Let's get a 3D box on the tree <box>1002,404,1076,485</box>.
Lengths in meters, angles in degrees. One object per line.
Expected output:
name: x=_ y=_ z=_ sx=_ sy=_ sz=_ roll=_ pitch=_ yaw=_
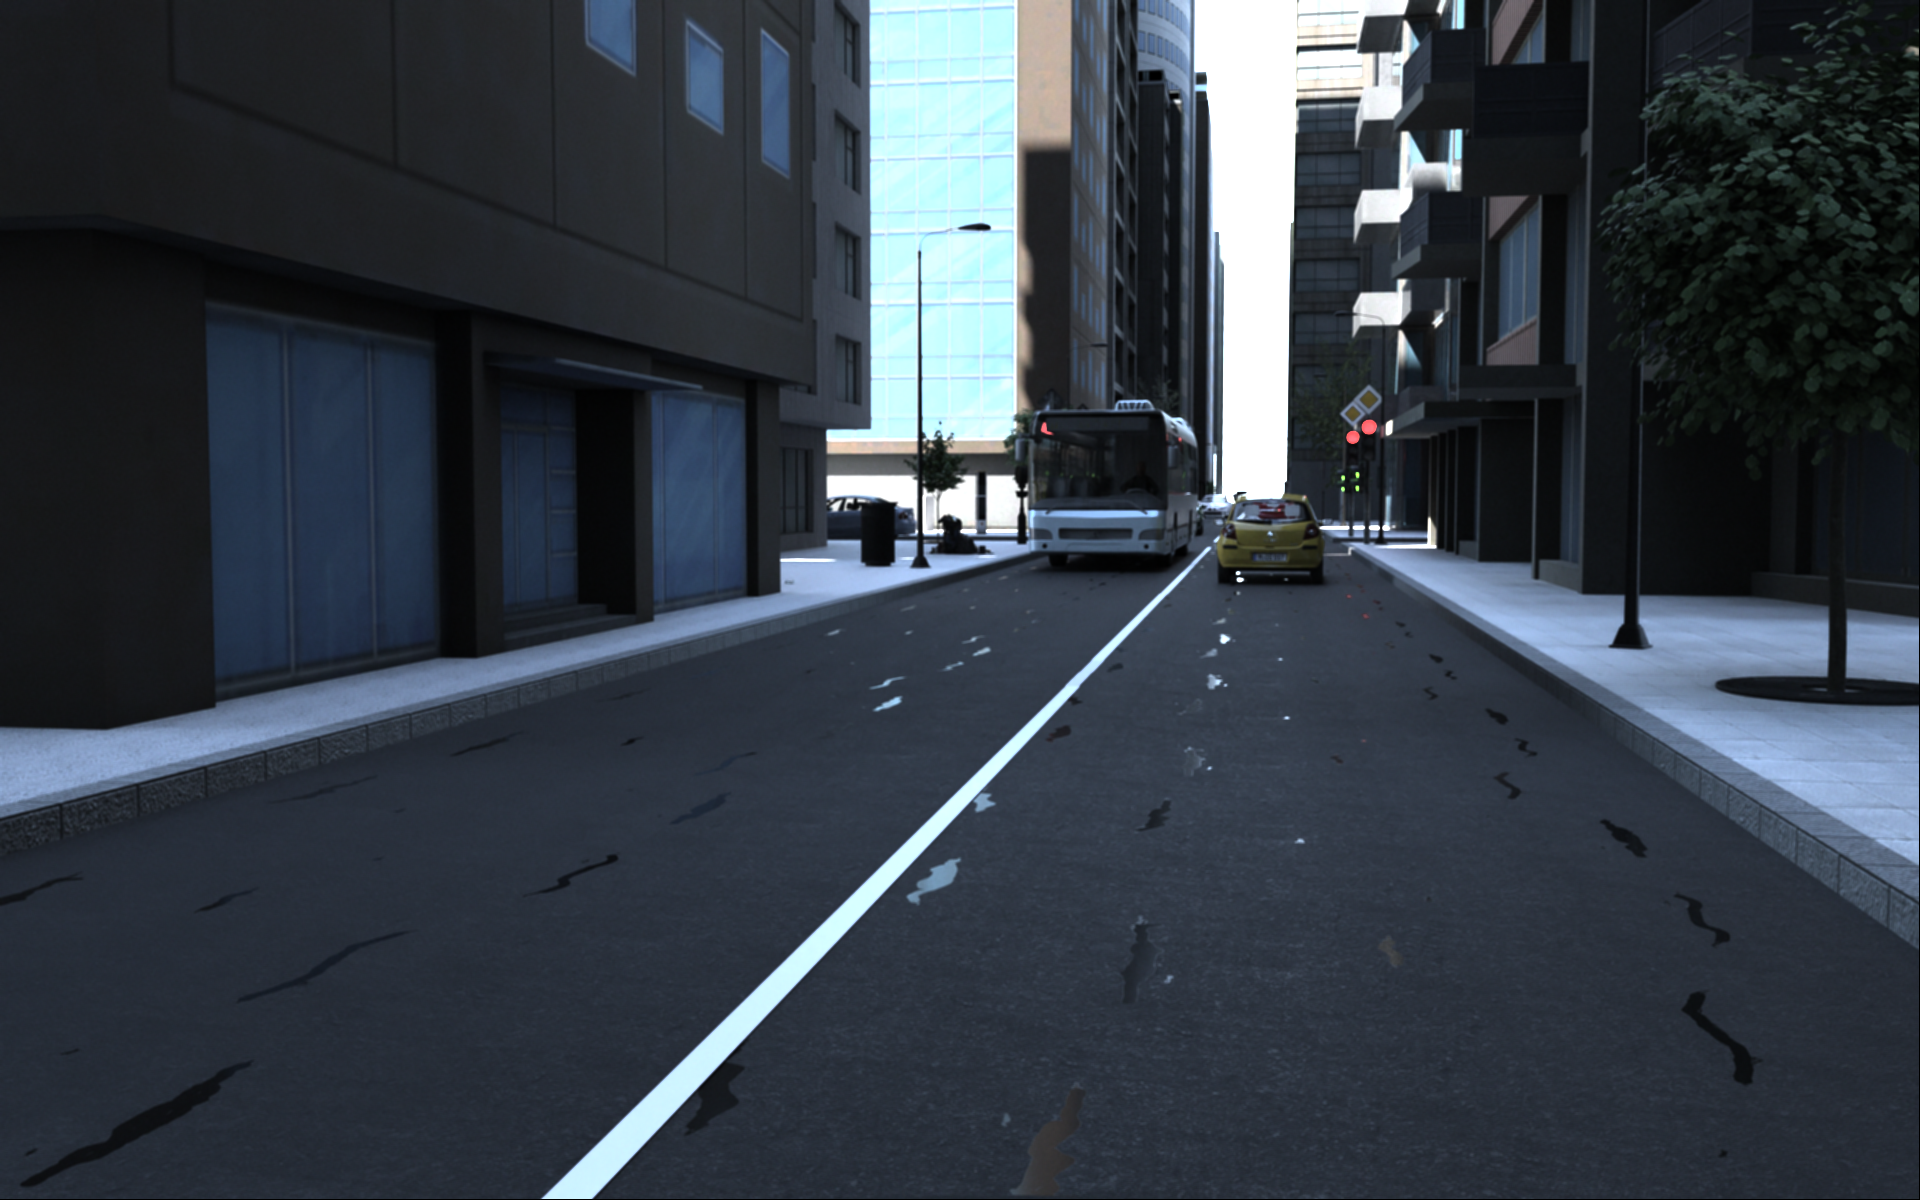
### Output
tree: x=3.012 y=-4.498 z=57.253 sx=4.285 sy=4.588 sz=4.351 roll=0 pitch=3 yaw=0

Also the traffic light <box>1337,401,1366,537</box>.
traffic light: x=11.792 y=-3.870 z=52.189 sx=0.839 sy=4.253 sz=0.868 roll=1 pitch=4 yaw=10

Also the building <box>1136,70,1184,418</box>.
building: x=8.005 y=-21.277 z=119.577 sx=14.160 sy=30.474 sz=14.107 roll=1 pitch=4 yaw=10

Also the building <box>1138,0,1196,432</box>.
building: x=8.205 y=-36.724 z=142.435 sx=21.231 sy=58.520 sz=28.212 roll=1 pitch=4 yaw=10

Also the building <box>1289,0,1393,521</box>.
building: x=24.155 y=-24.763 z=88.463 sx=14.154 sy=41.232 sz=14.086 roll=1 pitch=4 yaw=10

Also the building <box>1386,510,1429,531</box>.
building: x=29.576 y=-26.968 z=60.530 sx=30.456 sy=49.044 sz=23.786 roll=1 pitch=4 yaw=10

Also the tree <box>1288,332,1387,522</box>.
tree: x=16.986 y=-7.813 z=78.106 sx=4.737 sy=8.622 sz=4.395 roll=0 pitch=3 yaw=0

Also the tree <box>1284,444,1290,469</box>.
tree: x=42.173 y=-16.168 z=214.709 sx=4.360 sy=8.622 sz=3.978 roll=0 pitch=3 yaw=0

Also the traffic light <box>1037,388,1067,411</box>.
traffic light: x=2.425 y=-3.473 z=45.698 sx=0.839 sy=4.253 sz=0.868 roll=1 pitch=4 yaw=10

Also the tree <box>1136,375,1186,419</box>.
tree: x=11.825 y=-9.550 z=106.509 sx=4.360 sy=8.622 sz=3.978 roll=0 pitch=3 yaw=0

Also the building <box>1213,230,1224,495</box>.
building: x=32.071 y=-35.404 z=262.451 sx=14.154 sy=41.232 sz=14.086 roll=1 pitch=4 yaw=10

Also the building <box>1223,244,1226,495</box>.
building: x=35.030 y=-36.272 z=276.642 sx=14.154 sy=41.232 sz=14.086 roll=1 pitch=4 yaw=10

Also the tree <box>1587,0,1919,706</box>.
tree: x=5.708 y=-1.677 z=11.133 sx=4.285 sy=4.588 sz=4.351 roll=0 pitch=3 yaw=0

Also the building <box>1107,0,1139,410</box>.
building: x=1.091 y=-39.925 z=91.025 sx=20.563 sy=71.187 sz=20.611 roll=1 pitch=4 yaw=10

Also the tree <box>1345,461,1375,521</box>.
tree: x=18.403 y=-5.319 z=81.561 sx=1.663 sy=3.219 sz=1.824 roll=0 pitch=3 yaw=0

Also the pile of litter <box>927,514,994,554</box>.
pile of litter: x=-0.080 y=-1.431 z=37.364 sx=1.176 sy=0.858 sz=1.719 roll=-3 pitch=5 yaw=-45

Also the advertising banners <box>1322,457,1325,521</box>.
advertising banners: x=15.787 y=-4.834 z=75.231 sx=0.090 sy=3.025 sz=2.074 roll=1 pitch=4 yaw=12

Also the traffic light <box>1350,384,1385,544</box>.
traffic light: x=10.418 y=-3.389 z=44.323 sx=0.839 sy=4.253 sz=0.868 roll=1 pitch=4 yaw=10

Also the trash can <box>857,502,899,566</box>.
trash can: x=-1.464 y=-1.177 z=30.890 sx=0.748 sy=1.137 sz=0.748 roll=0 pitch=3 yaw=0

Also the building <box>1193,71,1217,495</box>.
building: x=24.659 y=-56.688 z=239.518 sx=22.319 sy=86.520 sz=31.000 roll=1 pitch=4 yaw=10

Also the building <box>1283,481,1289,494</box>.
building: x=64.336 y=-34.397 z=254.278 sx=32.217 sy=40.220 sz=23.993 roll=1 pitch=4 yaw=10

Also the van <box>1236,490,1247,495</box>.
van: x=43.601 y=-16.141 z=268.291 sx=2.240 sy=2.365 sz=5.245 roll=1 pitch=4 yaw=8

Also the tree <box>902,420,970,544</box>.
tree: x=-0.525 y=-3.088 z=45.085 sx=1.663 sy=3.219 sz=1.824 roll=0 pitch=3 yaw=0

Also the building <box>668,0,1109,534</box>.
building: x=-1.799 y=-25.472 z=66.577 sx=14.600 sy=45.320 sz=14.200 roll=1 pitch=4 yaw=10

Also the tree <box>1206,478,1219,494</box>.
tree: x=29.613 y=-12.787 z=203.665 sx=1.663 sy=3.219 sz=1.824 roll=0 pitch=3 yaw=0

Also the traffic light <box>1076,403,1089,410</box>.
traffic light: x=3.799 y=-3.954 z=53.564 sx=0.839 sy=4.253 sz=0.868 roll=1 pitch=4 yaw=10

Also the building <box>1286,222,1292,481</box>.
building: x=58.951 y=-38.195 z=274.596 sx=14.600 sy=45.320 sz=14.200 roll=1 pitch=4 yaw=10

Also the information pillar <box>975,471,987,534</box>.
information pillar: x=0.670 y=-3.095 z=55.101 sx=0.304 sy=2.012 sz=0.304 roll=-1 pitch=4 yaw=-11

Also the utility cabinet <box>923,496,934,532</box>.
utility cabinet: x=-1.169 y=-2.929 z=59.049 sx=0.306 sy=1.237 sz=1.020 roll=1 pitch=4 yaw=17

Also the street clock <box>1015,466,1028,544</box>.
street clock: x=1.590 y=-2.436 z=44.397 sx=0.358 sy=2.002 sz=0.471 roll=-1 pitch=4 yaw=-18

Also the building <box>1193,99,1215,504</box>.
building: x=20.960 y=-33.268 z=194.038 sx=14.600 sy=45.320 sz=14.200 roll=1 pitch=4 yaw=10
